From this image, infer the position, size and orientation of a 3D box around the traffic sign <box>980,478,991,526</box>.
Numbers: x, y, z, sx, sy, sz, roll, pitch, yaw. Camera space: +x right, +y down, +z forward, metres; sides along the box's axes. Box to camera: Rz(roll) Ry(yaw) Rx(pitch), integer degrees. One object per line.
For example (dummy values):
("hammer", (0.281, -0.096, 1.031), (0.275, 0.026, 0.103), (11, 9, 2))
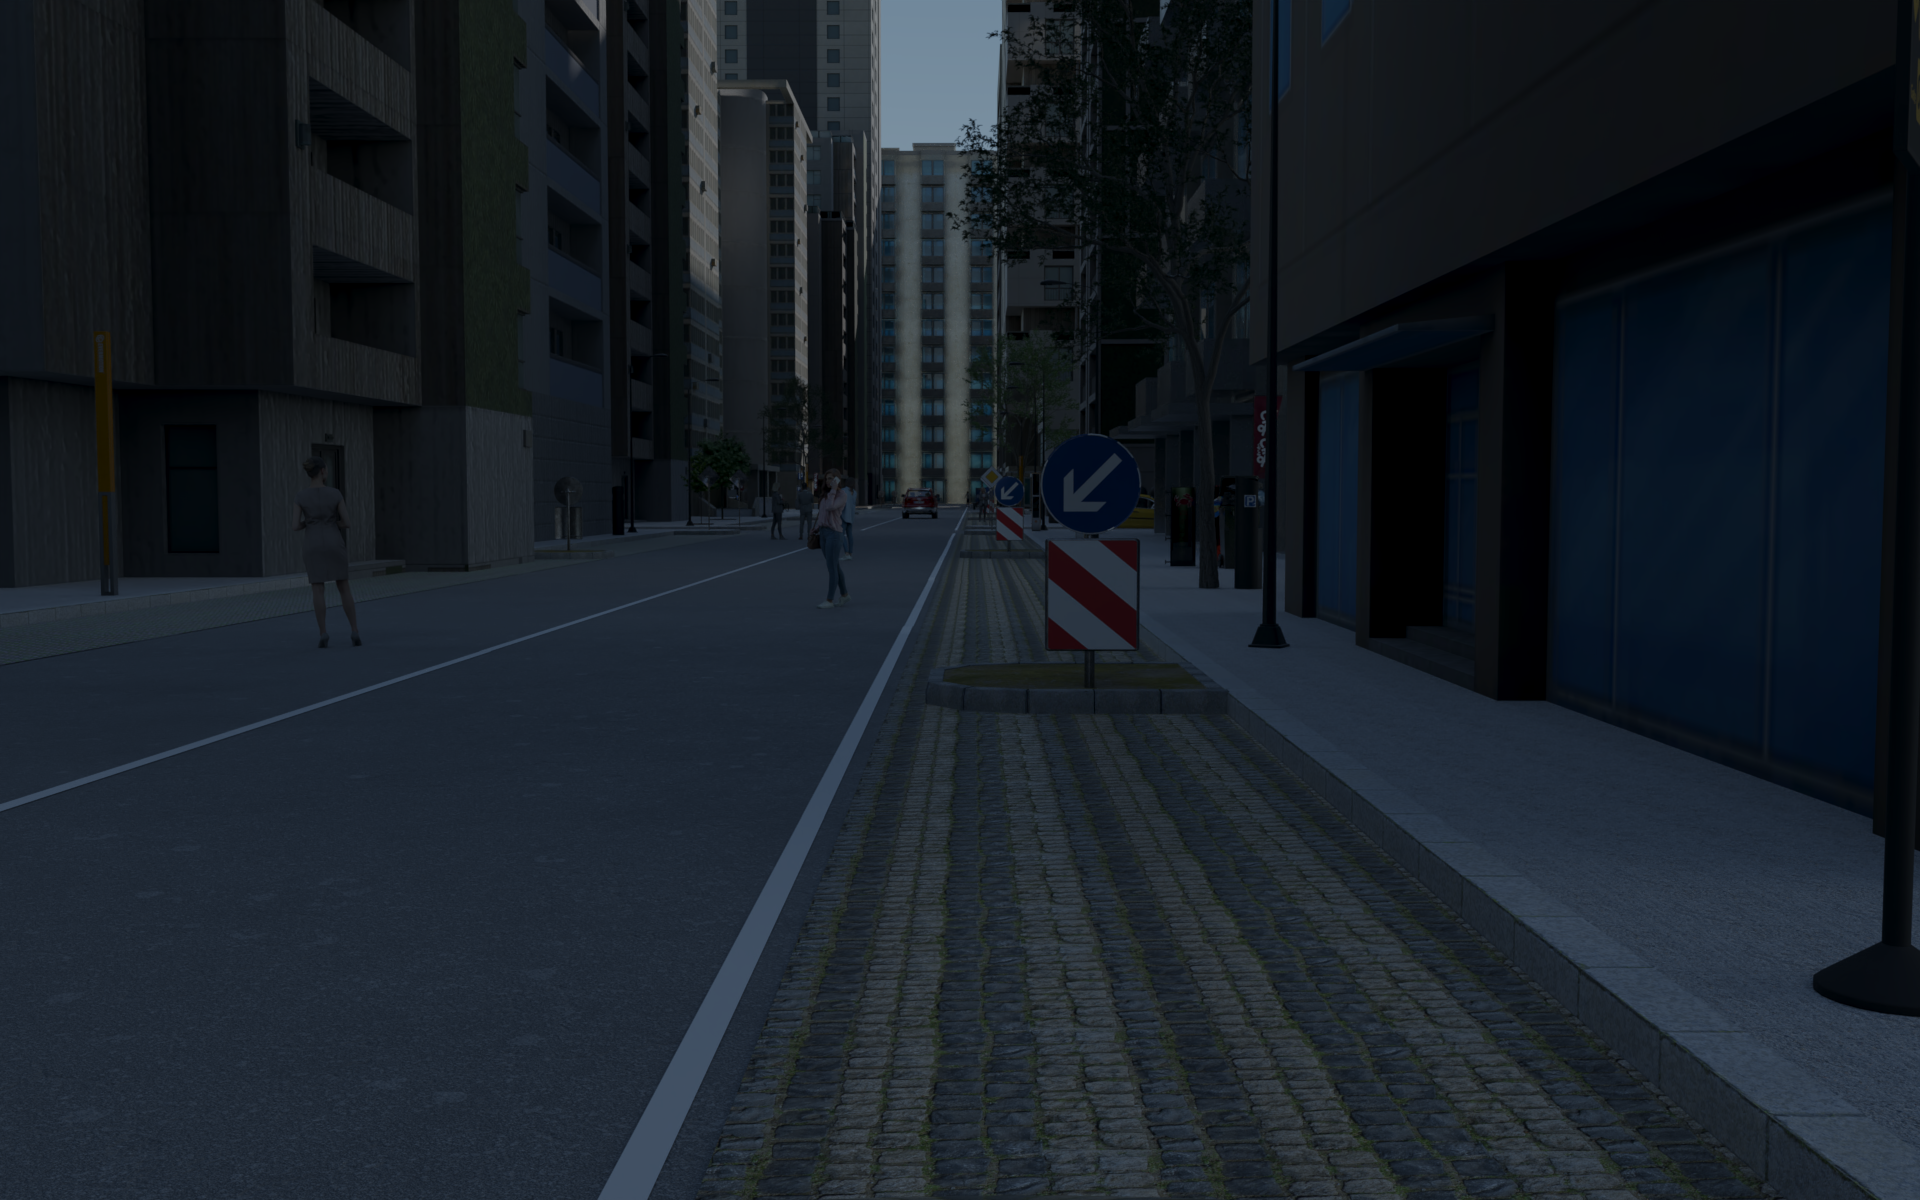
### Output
("traffic sign", (1.195, -4.021, 69.383), (0.795, 2.450, 0.064), (0, 4, 0))

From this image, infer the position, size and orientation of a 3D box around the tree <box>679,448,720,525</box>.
("tree", (-10.984, -4.772, 72.631), (1.663, 3.219, 1.824), (0, 3, 0))

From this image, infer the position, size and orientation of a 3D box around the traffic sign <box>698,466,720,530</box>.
("traffic sign", (-8.912, -3.539, 61.499), (0.795, 2.450, 0.064), (0, 4, 0))

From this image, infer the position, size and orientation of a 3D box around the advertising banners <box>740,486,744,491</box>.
("advertising banners", (-16.161, -8.383, 133.250), (2.074, 3.025, 0.090), (-2, 4, -32))

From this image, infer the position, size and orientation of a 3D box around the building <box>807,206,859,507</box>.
("building", (-17.809, -24.699, 175.531), (14.160, 30.474, 14.107), (0, 4, 0))

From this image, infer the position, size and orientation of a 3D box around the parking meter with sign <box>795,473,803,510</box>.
("parking meter with sign", (-13.054, -8.855, 141.046), (0.543, 3.016, 1.738), (0, 4, 5))

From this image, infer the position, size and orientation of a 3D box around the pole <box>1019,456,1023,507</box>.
("pole", (3.256, -6.021, 92.288), (0.158, 3.312, 0.155), (0, 3, 0))

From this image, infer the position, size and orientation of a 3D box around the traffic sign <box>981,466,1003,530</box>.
("traffic sign", (1.131, -3.532, 61.398), (0.795, 2.450, 0.064), (0, 4, 0))

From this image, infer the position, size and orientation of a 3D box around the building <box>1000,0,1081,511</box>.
("building", (16.631, -32.822, 125.886), (28.713, 52.752, 27.495), (0, 4, 0))

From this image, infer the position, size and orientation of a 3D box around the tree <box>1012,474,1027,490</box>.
("tree", (4.927, -9.347, 147.425), (1.663, 3.219, 1.824), (0, 3, 0))

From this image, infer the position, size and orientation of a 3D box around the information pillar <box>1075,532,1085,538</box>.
("information pillar", (3.127, -2.403, 43.776), (0.304, 2.012, 0.304), (3, 5, 44))

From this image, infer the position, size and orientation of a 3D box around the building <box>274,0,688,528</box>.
("building", (-20.357, -18.674, 77.027), (14.160, 30.474, 14.107), (0, 4, 0))

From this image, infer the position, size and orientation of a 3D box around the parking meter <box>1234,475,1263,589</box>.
("parking meter", (3.907, -0.919, 23.436), (0.372, 1.533, 0.369), (0, 3, 0))

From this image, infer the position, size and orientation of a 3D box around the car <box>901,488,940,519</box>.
("car", (-2.343, -5.712, 102.069), (2.281, 1.827, 5.304), (0, 4, 0))

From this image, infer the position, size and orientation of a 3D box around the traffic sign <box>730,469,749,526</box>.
("traffic sign", (-8.848, -4.027, 69.484), (0.795, 2.450, 0.064), (0, 4, 0))

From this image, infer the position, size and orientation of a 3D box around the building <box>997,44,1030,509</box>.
("building", (14.620, -34.032, 180.132), (21.300, 48.544, 21.600), (0, 4, 0))

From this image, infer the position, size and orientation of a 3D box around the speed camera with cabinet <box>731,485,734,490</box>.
("speed camera with cabinet", (-16.767, -8.557, 134.238), (2.038, 3.252, 0.660), (0, 4, 5))

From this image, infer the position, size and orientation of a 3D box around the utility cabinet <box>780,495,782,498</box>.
("utility cabinet", (-15.294, -8.110, 143.766), (1.020, 1.237, 0.306), (1, 4, 14))

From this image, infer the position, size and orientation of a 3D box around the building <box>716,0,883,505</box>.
("building", (-20.220, -47.136, 208.920), (20.611, 71.187, 20.563), (0, 4, 0))

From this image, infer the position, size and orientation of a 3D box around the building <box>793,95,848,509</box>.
("building", (-26.643, -28.404, 156.289), (32.217, 40.220, 23.993), (0, 4, 0))

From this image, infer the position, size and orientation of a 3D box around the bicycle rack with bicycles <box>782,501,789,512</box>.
("bicycle rack with bicycles", (-13.567, -6.905, 126.279), (2.852, 0.926, 2.925), (3, 5, 41))

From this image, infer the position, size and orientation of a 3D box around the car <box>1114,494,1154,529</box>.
("car", (6.903, -3.350, 65.004), (3.980, 1.641, 2.015), (0, 4, 2))

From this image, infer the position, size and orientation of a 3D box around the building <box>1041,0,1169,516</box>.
("building", (15.093, -39.997, 92.200), (20.563, 71.187, 20.611), (0, 4, 0))

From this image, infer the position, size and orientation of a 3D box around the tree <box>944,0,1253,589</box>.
("tree", (3.522, -5.456, 23.616), (8.767, 10.594, 7.601), (1, 4, 18))

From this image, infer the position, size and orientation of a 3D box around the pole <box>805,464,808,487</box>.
("pole", (-10.413, -7.568, 117.582), (0.158, 3.312, 0.155), (0, 3, 0))

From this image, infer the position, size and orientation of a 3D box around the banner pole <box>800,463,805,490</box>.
("banner pole", (-12.619, -9.152, 139.645), (0.863, 3.779, 0.401), (0, 4, 3))

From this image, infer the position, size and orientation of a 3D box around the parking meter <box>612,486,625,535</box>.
("parking meter", (-10.649, -2.785, 53.953), (0.372, 1.533, 0.369), (0, 3, 0))

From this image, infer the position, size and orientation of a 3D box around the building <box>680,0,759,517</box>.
("building", (-27.631, -25.193, 103.789), (32.217, 40.220, 23.993), (0, 4, 0))

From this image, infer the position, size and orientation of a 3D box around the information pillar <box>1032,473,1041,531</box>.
("information pillar", (2.644, -3.391, 59.942), (0.304, 2.012, 0.304), (0, 4, 8))

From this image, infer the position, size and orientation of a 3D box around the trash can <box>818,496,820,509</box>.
("trash can", (-11.062, -7.754, 138.434), (0.748, 1.137, 0.748), (0, 3, 0))

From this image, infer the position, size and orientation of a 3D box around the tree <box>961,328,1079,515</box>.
("tree", (3.831, -11.179, 108.527), (9.928, 11.665, 9.643), (0, 3, 0))

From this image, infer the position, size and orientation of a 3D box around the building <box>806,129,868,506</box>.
("building", (-17.583, -30.928, 189.272), (14.154, 41.232, 14.086), (0, 4, 0))

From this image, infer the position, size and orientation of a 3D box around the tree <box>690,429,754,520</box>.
("tree", (-11.982, -6.327, 87.166), (4.285, 4.588, 4.351), (0, 3, 0))

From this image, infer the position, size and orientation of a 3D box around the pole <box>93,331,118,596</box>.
("pole", (-10.763, -1.711, 21.823), (0.158, 3.312, 0.155), (0, 3, 0))

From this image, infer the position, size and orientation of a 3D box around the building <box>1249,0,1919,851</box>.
("building", (10.042, -22.060, 10.797), (14.600, 45.320, 14.200), (0, 4, 0))

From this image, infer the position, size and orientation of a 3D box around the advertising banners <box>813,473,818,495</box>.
("advertising banners", (-12.457, -8.951, 142.540), (2.074, 3.025, 0.090), (2, 4, 34))

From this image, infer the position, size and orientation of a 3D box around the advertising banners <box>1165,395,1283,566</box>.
("advertising banners", (4.675, -2.109, 30.671), (2.074, 3.025, 0.090), (0, 4, -3))

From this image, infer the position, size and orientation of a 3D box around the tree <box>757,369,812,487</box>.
("tree", (-11.699, -11.972, 130.148), (7.601, 10.594, 8.767), (0, 4, 6))

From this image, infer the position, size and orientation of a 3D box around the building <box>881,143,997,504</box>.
("building", (-3.587, -37.873, 238.830), (30.456, 49.044, 23.786), (0, 4, 0))
